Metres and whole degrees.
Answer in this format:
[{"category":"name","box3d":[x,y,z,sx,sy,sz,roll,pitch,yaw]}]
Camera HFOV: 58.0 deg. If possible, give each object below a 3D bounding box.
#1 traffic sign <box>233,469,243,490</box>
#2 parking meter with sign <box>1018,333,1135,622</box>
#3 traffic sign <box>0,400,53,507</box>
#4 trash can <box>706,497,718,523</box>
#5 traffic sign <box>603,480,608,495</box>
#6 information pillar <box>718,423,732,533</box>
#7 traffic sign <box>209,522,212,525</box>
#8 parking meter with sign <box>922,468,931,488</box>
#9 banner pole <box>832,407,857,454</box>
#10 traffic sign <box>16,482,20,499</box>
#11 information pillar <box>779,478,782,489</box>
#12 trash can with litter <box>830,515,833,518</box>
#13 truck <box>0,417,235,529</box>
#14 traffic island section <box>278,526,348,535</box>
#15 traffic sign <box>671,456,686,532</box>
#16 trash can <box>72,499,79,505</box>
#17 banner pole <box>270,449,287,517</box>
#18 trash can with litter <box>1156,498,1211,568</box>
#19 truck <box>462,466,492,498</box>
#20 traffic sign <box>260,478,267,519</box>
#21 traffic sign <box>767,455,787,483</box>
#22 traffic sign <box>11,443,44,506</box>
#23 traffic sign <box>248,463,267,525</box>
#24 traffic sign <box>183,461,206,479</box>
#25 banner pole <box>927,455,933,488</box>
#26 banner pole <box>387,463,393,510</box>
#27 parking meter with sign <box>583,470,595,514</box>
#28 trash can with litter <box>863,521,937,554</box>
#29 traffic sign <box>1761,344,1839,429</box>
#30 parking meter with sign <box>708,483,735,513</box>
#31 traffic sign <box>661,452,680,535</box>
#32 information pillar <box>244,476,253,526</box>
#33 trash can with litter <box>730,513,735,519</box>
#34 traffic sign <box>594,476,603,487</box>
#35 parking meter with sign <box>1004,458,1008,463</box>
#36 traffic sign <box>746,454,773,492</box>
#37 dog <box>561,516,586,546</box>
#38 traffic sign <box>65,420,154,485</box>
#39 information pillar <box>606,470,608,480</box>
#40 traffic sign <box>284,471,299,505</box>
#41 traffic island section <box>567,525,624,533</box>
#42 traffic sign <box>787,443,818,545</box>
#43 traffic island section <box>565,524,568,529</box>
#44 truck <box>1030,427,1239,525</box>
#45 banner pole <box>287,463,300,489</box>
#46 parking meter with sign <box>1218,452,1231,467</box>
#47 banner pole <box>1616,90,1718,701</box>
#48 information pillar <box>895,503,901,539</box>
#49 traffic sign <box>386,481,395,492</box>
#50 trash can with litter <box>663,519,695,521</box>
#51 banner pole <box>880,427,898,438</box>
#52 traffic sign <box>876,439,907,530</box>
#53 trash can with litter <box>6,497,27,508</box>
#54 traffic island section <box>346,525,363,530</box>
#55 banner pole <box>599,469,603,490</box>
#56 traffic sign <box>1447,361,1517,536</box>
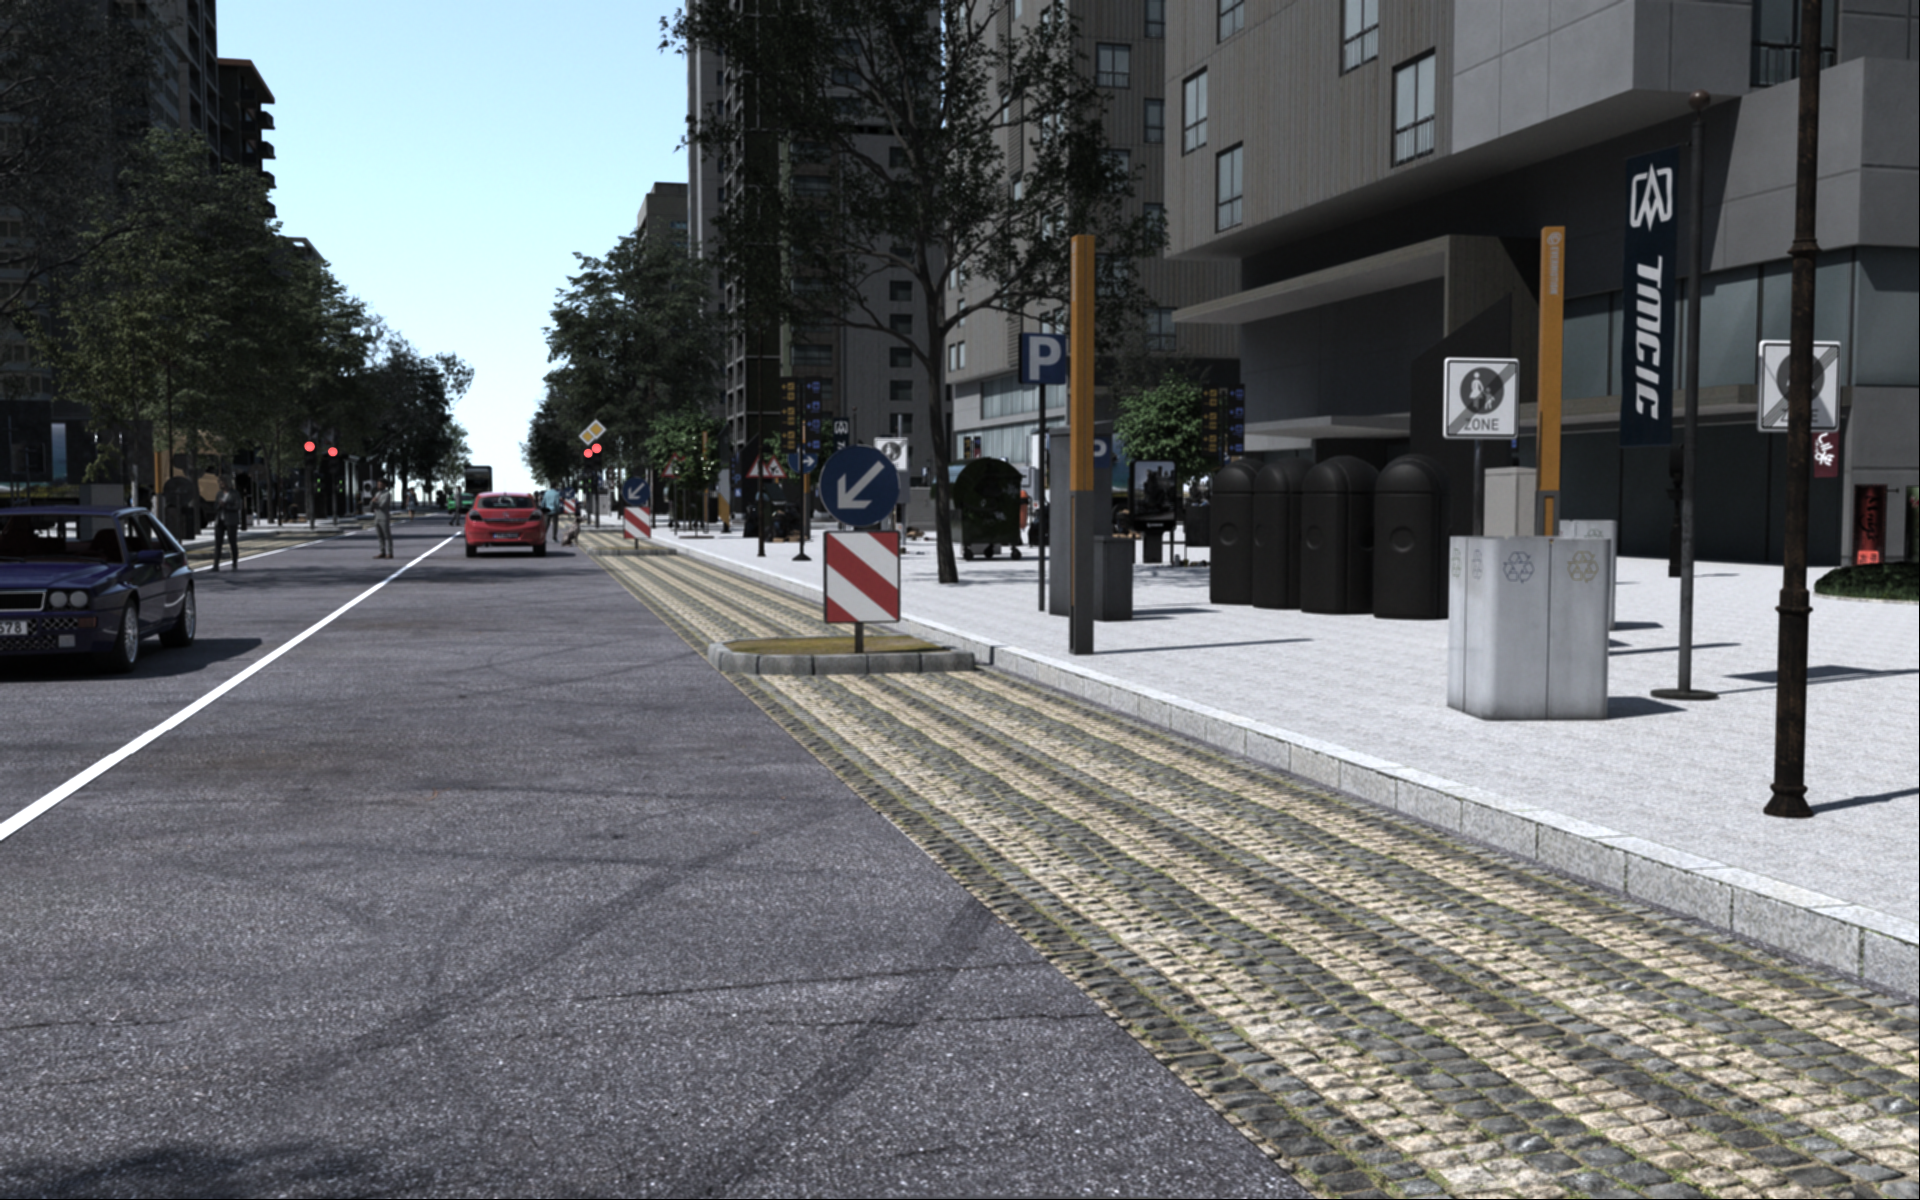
[{"category":"traffic sign","box3d":[-29.389,-4.165,70.226,0.606,2.300,0.079,-1,4,-9]},{"category":"parking meter with sign","box3d":[1.249,-1.338,18.140,0.543,3.016,1.738,-2,4,-25]},{"category":"traffic sign","box3d":[-20.846,-2.663,37.419,2.265,3.308,0.079,-1,4,-14]},{"category":"trash can","box3d":[-10.914,-3.935,75.998,0.748,1.137,0.748,0,3,0]},{"category":"traffic sign","box3d":[-25.354,-7.465,124.189,0.606,2.300,0.079,-1,4,-14]},{"category":"information pillar","box3d":[-7.769,-4.016,57.017,0.183,3.616,0.504,2,4,34]},{"category":"traffic sign","box3d":[-30.725,-4.332,70.929,0.768,2.556,0.104,0,4,-8]},{"category":"parking meter with sign","box3d":[-2.168,-7.187,113.763,0.543,3.016,1.738,0,4,-6]},{"category":"banner pole","box3d":[-3.240,-3.647,49.653,0.863,3.779,0.401,0,4,2]},{"category":"traffic sign","box3d":[-25.345,-2.850,46.607,0.884,2.594,0.081,-1,4,-10]},{"category":"information pillar","box3d":[-15.152,-9.458,145.990,0.183,3.616,0.504,-2,4,-25]},{"category":"trash can with litter","box3d":[-7.000,-5.333,98.580,0.624,1.170,1.055,0,4,6]},{"category":"truck","box3d":[-32.326,-4.611,64.299,11.283,4.237,2.839,-1,4,-15]},{"category":"traffic island section","box3d":[-23.328,-2.450,62.332,2.009,0.180,2.903,-1,4,-14]},{"category":"traffic sign","box3d":[-9.330,-3.584,58.595,0.884,2.594,0.081,0,4,-8]},{"category":"trash can","box3d":[-23.569,-2.152,46.832,0.748,1.137,0.748,0,3,0]},{"category":"banner pole","box3d":[-37.482,-6.410,94.827,0.401,3.779,0.863,1,4,16]},{"category":"trash can with litter","box3d":[4.631,-1.196,30.610,2.233,1.210,1.678,1,4,10]},{"category":"truck","box3d":[-48.231,-11.290,173.498,2.839,4.237,11.283,-1,4,-14]},{"category":"traffic sign","box3d":[-36.290,-5.440,90.125,0.795,2.450,0.064,-1,4,-9]},{"category":"traffic sign","box3d":[-6.127,-3.490,57.072,0.884,2.594,0.081,0,4,-7]},{"category":"traffic sign","box3d":[-18.697,-1.997,34.774,0.606,2.300,0.079,-1,4,-9]},{"category":"traffic sign","box3d":[-28.874,-4.349,71.214,0.768,2.556,0.104,-1,4,-9]},{"category":"traffic sign","box3d":[-27.251,-3.764,61.655,0.768,2.556,0.104,-1,4,-12]},{"category":"banner pole","box3d":[-1.947,-7.428,111.469,0.401,3.779,0.863,2,4,30]},{"category":"banner pole","box3d":[-45.944,-9.157,139.730,0.401,3.779,0.863,1,4,19]},{"category":"parking meter with sign","box3d":[-26.359,-7.736,122.740,0.543,3.016,1.738,-1,4,-14]},{"category":"trash can with litter","box3d":[-1.725,-1.614,37.440,1.678,1.210,2.233,-3,5,-44]},{"category":"traffic sign","box3d":[5.608,-0.583,11.663,0.606,2.300,0.079,-1,4,-11]},{"category":"parking meter with sign","box3d":[-14.997,-6.905,109.157,0.543,3.016,1.738,3,4,38]},{"category":"traffic sign","box3d":[-8.806,-3.276,53.573,0.884,2.594,0.081,-1,4,-9]},{"category":"information pillar","box3d":[-28.346,-3.940,68.914,0.304,2.012,0.304,-3,5,-43]},{"category":"trash can with litter","box3d":[-11.349,-4.738,88.854,1.055,1.170,0.624,-1,4,-13]},{"category":"traffic sign","box3d":[-24.731,-7.221,118.162,0.768,2.556,0.104,0,4,-5]},{"category":"parking meter with sign","box3d":[1.427,-5.267,82.375,1.738,3.016,0.543,-3,4,-37]},{"category":"traffic sign","box3d":[-6.518,-3.440,56.241,0.884,2.594,0.081,0,4,-8]},{"category":"dog","box3d":[-10.782,-1.892,47.772,0.800,0.831,0.513,2,4,32]},{"category":"traffic sign","box3d":[-23.292,-3.278,47.466,2.265,3.308,0.079,0,4,-6]},{"category":"information pillar","box3d":[-29.450,-9.397,145.001,0.504,3.616,0.183,3,4,38]},{"category":"traffic sign","box3d":[-36.963,-5.851,95.775,0.768,2.556,0.104,-1,4,-13]},{"category":"traffic island section","box3d":[-13.547,-2.601,64.811,2.009,0.180,2.903,-1,4,-14]},{"category":"traffic sign","box3d":[-3.945,-2.652,43.459,0.768,2.556,0.104,0,4,-6]},{"category":"traffic island section","box3d":[-15.519,-3.075,72.550,2.009,0.180,2.903,-1,4,-14]},{"category":"truck","box3d":[8.786,-5.272,75.103,11.283,4.237,2.839,-1,4,-13]},{"category":"banner pole","box3d":[-43.671,-7.567,113.739,0.863,3.779,0.401,1,4,21]},{"category":"parking meter with sign","box3d":[11.130,-4.528,70.287,0.543,3.016,1.738,-1,4,-21]},{"category":"banner pole","box3d":[4.498,-1.287,11.053,0.401,3.779,0.863,-1,4,-21]},{"category":"information pillar","box3d":[-1.695,-2.750,49.449,0.304,2.012,0.304,0,4,6]},{"category":"traffic sign","box3d":[-46.938,-8.718,142.550,0.884,2.594,0.081,-1,4,-11]},{"category":"trash can with litter","box3d":[-13.521,-4.466,84.069,2.233,1.210,1.678,-3,4,-37]},{"category":"banner pole","box3d":[-2.569,-4.551,64.420,0.863,3.779,0.401,0,4,7]},{"category":"traffic sign","box3d":[-1.257,-1.808,31.692,0.606,2.300,0.079,0,4,-5]},{"category":"trash can with litter","box3d":[-26.419,-2.337,49.275,1.678,1.210,2.233,-1,4,-12]},{"category":"traffic island section","box3d":[-25.300,-2.923,70.070,2.009,0.180,2.903,-1,4,-14]},{"category":"banner pole","box3d":[-25.361,-8.060,121.802,0.863,3.779,0.401,3,4,37]},{"category":"traffic sign","box3d":[3.922,-0.673,13.129,0.606,2.300,0.079,-1,4,-12]}]
